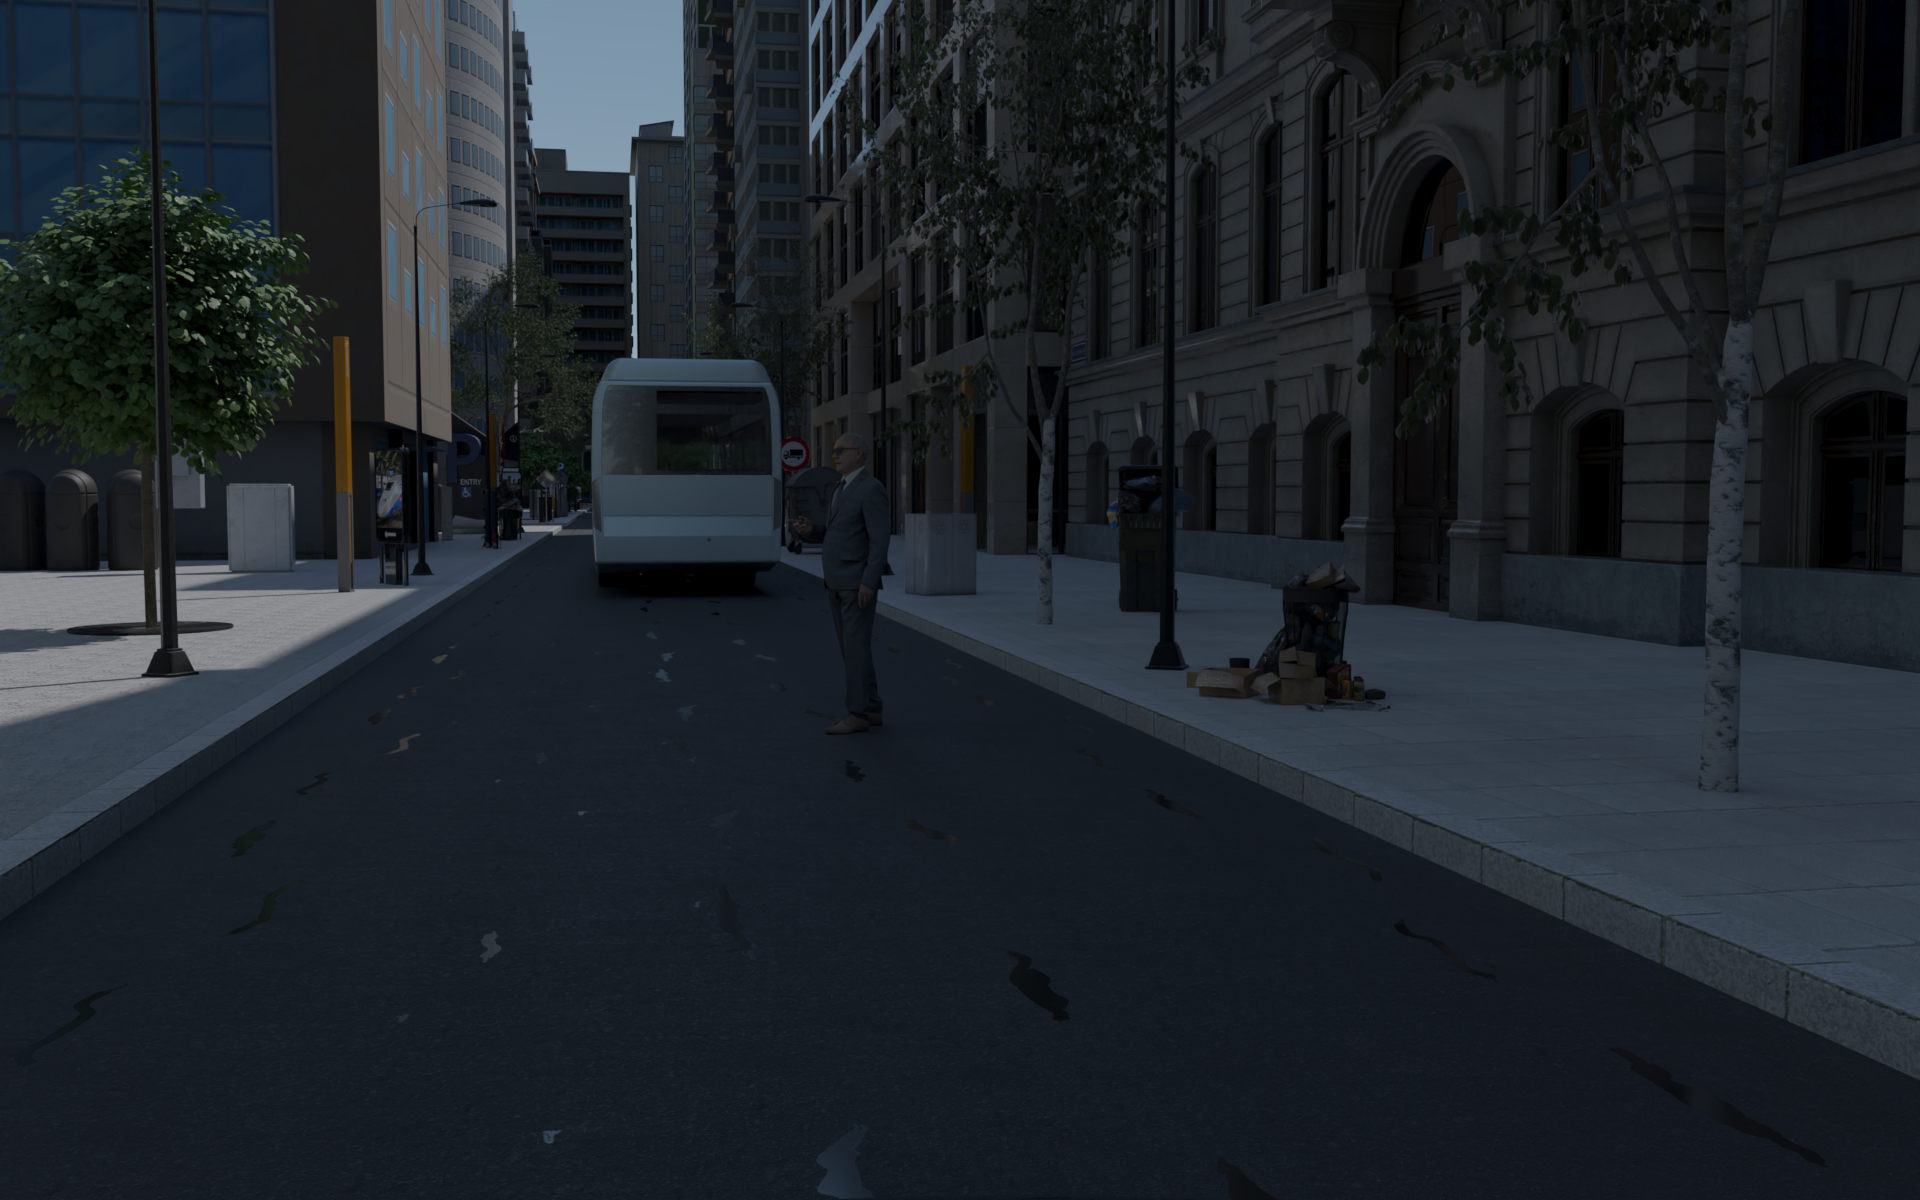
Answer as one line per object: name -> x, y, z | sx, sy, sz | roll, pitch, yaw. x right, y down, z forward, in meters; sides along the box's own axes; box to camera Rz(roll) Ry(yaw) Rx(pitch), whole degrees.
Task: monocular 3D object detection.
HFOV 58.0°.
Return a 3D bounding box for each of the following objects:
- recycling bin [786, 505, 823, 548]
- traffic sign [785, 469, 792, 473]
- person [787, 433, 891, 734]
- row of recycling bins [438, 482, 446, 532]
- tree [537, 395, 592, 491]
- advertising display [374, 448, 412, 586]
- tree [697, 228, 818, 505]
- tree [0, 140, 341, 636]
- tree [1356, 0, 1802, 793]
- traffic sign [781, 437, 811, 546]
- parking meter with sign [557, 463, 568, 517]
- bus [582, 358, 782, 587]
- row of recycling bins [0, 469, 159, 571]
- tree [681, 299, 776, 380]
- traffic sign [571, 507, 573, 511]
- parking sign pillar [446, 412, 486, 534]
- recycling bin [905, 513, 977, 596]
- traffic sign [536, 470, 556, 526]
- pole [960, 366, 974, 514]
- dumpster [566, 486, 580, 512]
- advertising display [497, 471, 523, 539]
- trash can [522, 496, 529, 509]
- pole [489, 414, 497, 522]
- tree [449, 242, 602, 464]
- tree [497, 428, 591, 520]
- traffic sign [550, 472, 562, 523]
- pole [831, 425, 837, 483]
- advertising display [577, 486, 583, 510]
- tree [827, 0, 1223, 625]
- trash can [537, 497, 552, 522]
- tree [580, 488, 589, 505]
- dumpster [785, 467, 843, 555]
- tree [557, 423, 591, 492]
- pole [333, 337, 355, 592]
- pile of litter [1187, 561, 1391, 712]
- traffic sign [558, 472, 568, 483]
recycling bin -> -3.690, -1.761, 41.351 | 0.722, 1.027, 0.722 | -2, 4, -35
traffic sign -> -4.646, -2.684, 43.883 | 0.884, 2.594, 0.081 | -1, 4, -10
person -> -0.718, -0.114, 10.535 | 0.590, 1.801, 0.661 | -2, 4, -30
row of recycling bins -> -18.940, -3.134, 58.355 | 3.534, 1.692, 1.069 | 0, 4, 7
tree -> -26.678, -10.242, 117.822 | 4.360, 8.622, 3.978 | 0, 3, 0
advertising display -> -8.021, -1.179, 24.496 | 0.123, 1.923, 0.974 | -3, 5, -41
tree -> -4.873, -5.919, 47.133 | 4.360, 8.622, 3.978 | 0, 3, 0
tree -> -7.559, -1.990, 16.258 | 4.285, 4.588, 4.351 | 0, 3, 0
tree -> 3.196, -3.493, 7.469 | 4.360, 8.622, 3.978 | 0, 3, 0
traffic sign -> -3.701, -2.349, 38.512 | 0.768, 2.556, 0.104 | -1, 4, -9
parking meter with sign -> -22.151, -6.128, 96.451 | 0.543, 3.016, 1.738 | 0, 4, -6
bus -> -5.081, -2.154, 30.079 | 2.948, 3.499, 13.247 | -1, 4, -12
row of recycling bins -> -15.342, -1.349, 29.170 | 3.534, 1.692, 1.069 | 0, 4, -4
tree -> -8.703, -7.000, 64.819 | 4.737, 8.622, 4.395 | 0, 3, 0
traffic sign -> -29.358, -8.003, 130.951 | 0.768, 2.556, 0.104 | -1, 4, -10
parking sign pillar -> -15.841, -4.116, 55.768 | 1.447, 3.967, 1.447 | 0, 4, 5
recycling bin -> -0.250, -0.590, 22.207 | 0.722, 1.027, 0.722 | -2, 4, -26
traffic sign -> -16.764, -4.071, 70.204 | 0.795, 2.450, 0.064 | -1, 4, -11
pole -> 0.113, -2.066, 27.628 | 0.158, 3.312, 0.155 | 0, 3, 0
dumpster -> -28.750, -7.634, 127.305 | 1.502, 2.255, 1.985 | -1, 4, -11
advertising display -> -12.811, -2.665, 48.787 | 0.974, 1.923, 0.123 | -3, 4, -36
trash can -> -37.733, -8.488, 150.429 | 0.748, 1.137, 0.748 | 0, 3, 0
pole -> -11.858, -3.066, 43.973 | 0.158, 3.312, 0.155 | 0, 3, 0
tree -> -16.468, -7.891, 63.433 | 7.601, 10.594, 8.767 | -1, 4, -21
tree -> -21.390, -6.280, 86.383 | 4.285, 4.588, 4.351 | 0, 3, 0
traffic sign -> -18.335, -4.550, 78.033 | 0.795, 2.450, 0.064 | -1, 4, -11
pole -> -3.712, -3.497, 51.021 | 0.158, 3.312, 0.155 | 0, 3, 0
advertising display -> -30.826, -8.221, 139.630 | 0.974, 1.923, 0.123 | 2, 4, 28
tree -> 0.782, -4.079, 17.051 | 4.360, 8.622, 3.978 | 0, 3, 0
trash can -> -19.312, -4.223, 80.703 | 0.748, 1.137, 0.748 | 0, 3, 0
tree -> -45.816, -13.172, 209.962 | 1.663, 3.219, 1.824 | 0, 3, 0
dumpster -> -3.064, -1.932, 37.350 | 1.264, 1.857, 1.865 | -1, 4, -11
tree -> -36.729, -13.118, 164.840 | 4.737, 8.622, 4.395 | 0, 3, 0
pole -> -8.029, -1.757, 22.567 | 0.158, 3.312, 0.155 | 0, 3, 0
pile of litter -> 2.062, 0.182, 10.982 | 1.176, 0.858, 1.719 | 0, 4, -5
traffic sign -> -23.216, -6.162, 100.853 | 0.768, 2.556, 0.104 | 0, 4, -2
